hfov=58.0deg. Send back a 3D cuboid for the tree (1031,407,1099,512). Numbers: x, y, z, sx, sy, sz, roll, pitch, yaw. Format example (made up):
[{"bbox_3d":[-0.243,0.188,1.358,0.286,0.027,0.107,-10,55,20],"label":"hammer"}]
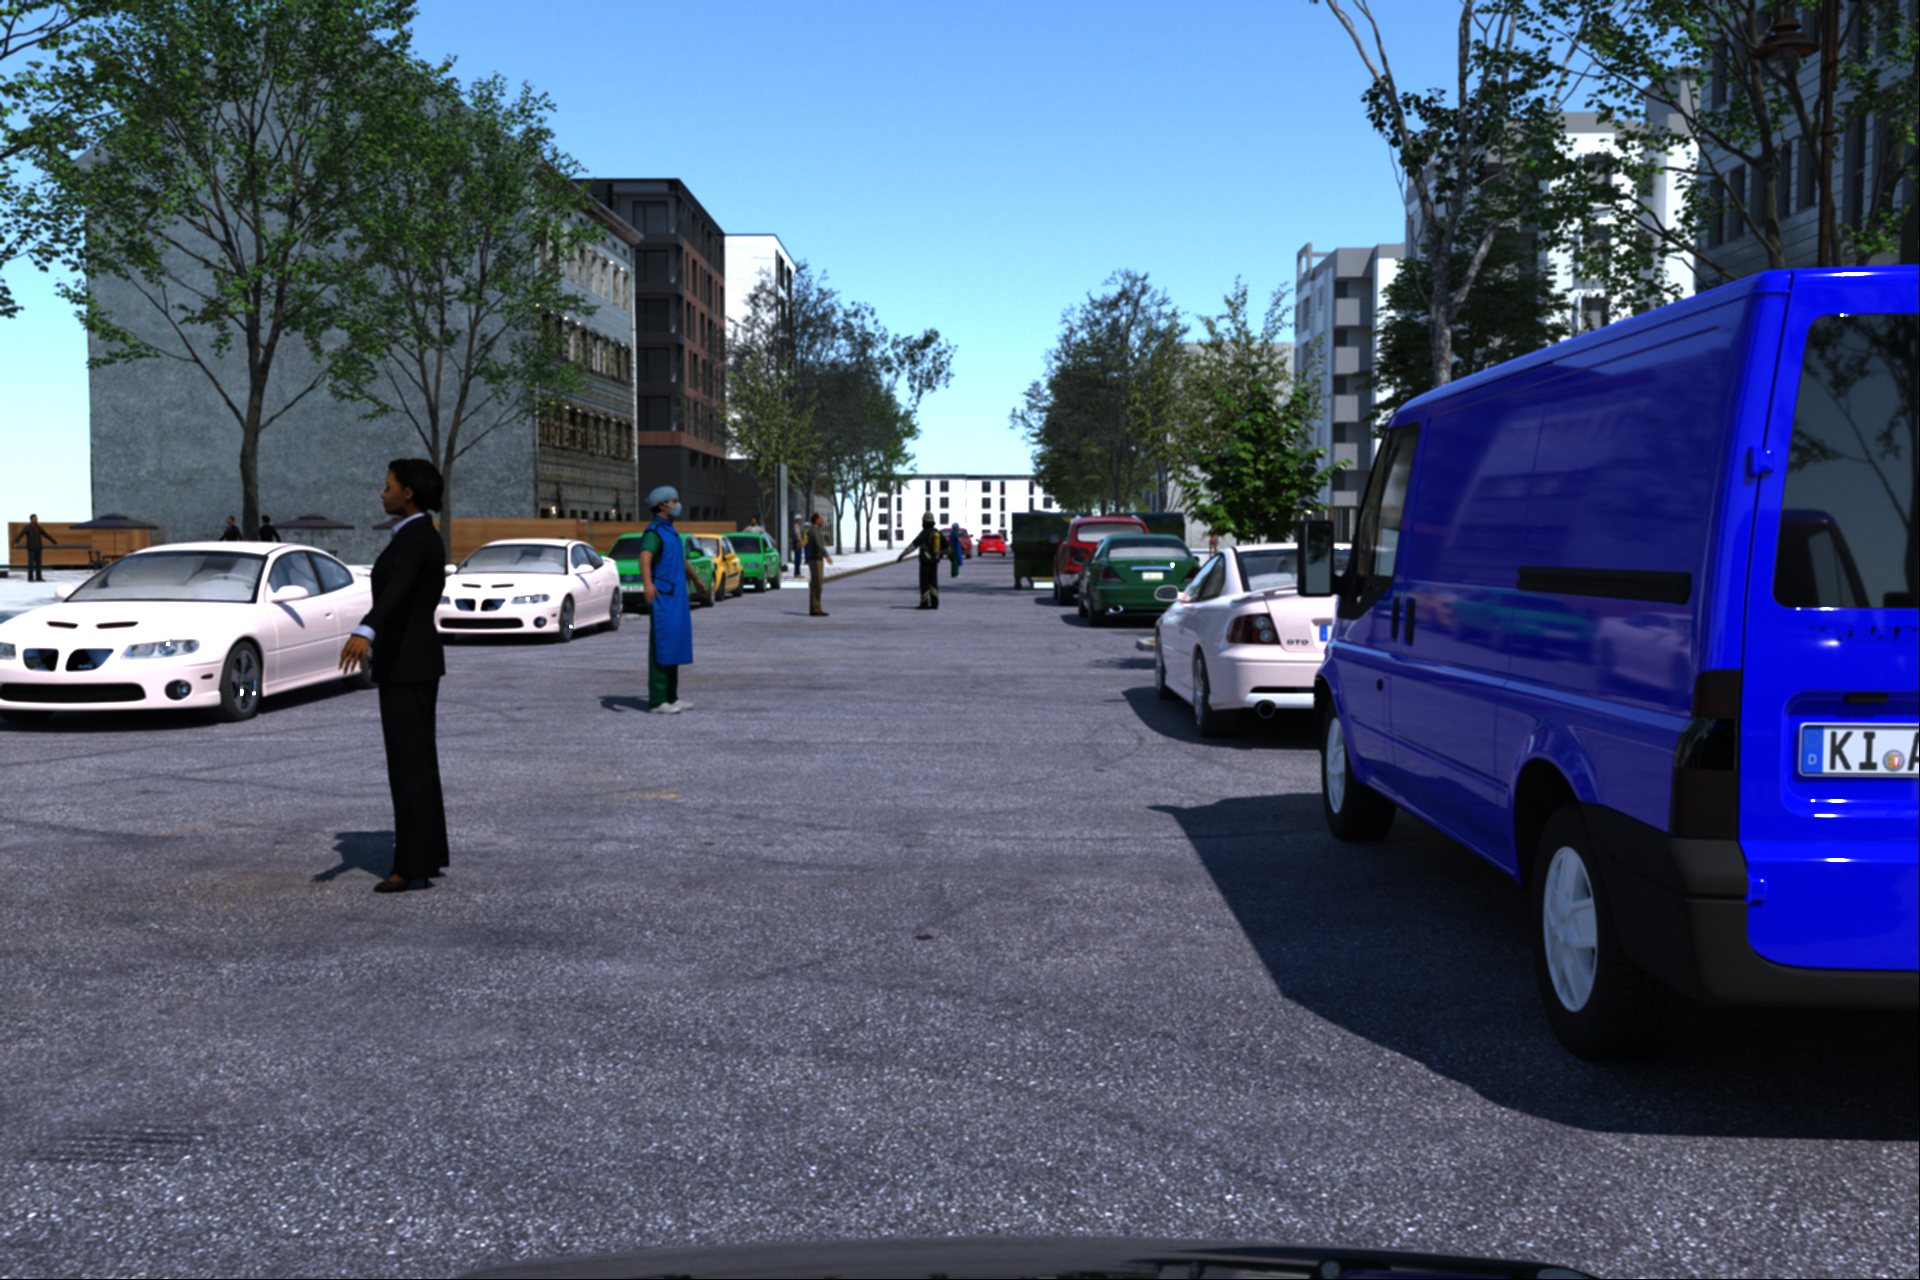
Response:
[{"bbox_3d":[9.214,-12.697,133.354,9.928,11.665,9.643,0,3,0],"label":"tree"}]

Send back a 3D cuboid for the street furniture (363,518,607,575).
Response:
[{"bbox_3d":[-12.410,-2.664,50.414,11.010,1.723,9.812,-1,4,-8],"label":"street furniture"}]

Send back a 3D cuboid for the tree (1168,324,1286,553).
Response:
[{"bbox_3d":[9.433,-6.806,61.645,4.737,8.622,4.395,0,3,0],"label":"tree"}]

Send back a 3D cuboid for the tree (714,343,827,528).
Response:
[{"bbox_3d":[-7.483,-7.185,67.841,4.737,8.622,4.395,0,3,0],"label":"tree"}]

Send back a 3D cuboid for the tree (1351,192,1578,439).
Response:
[{"bbox_3d":[17.001,-8.577,58.357,7.486,12.596,7.792,0,3,0],"label":"tree"}]

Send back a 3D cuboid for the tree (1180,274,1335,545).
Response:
[{"bbox_3d":[8.534,-6.096,50.033,4.737,8.622,4.395,0,3,0],"label":"tree"}]

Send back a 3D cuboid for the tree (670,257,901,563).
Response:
[{"bbox_3d":[-7.700,-10.213,77.352,12.009,13.543,11.850,0,3,0],"label":"tree"}]

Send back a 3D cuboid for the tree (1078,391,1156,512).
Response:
[{"bbox_3d":[7.972,-8.498,89.304,4.360,8.622,3.978,0,3,0],"label":"tree"}]

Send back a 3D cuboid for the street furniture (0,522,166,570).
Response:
[{"bbox_3d":[-31.252,-3.575,65.300,9.812,1.723,11.010,-1,4,-18],"label":"street furniture"}]

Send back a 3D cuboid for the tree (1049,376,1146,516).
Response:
[{"bbox_3d":[9.354,-12.450,121.692,7.486,12.596,7.792,0,3,0],"label":"tree"}]

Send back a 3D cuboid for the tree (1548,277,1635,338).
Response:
[{"bbox_3d":[18.361,-6.017,48.735,4.737,8.622,4.395,0,3,0],"label":"tree"}]

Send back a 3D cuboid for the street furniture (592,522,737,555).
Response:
[{"bbox_3d":[-12.163,-3.413,62.663,9.812,1.723,11.010,-1,4,-9],"label":"street furniture"}]

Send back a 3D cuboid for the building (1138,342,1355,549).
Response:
[{"bbox_3d":[26.910,-18.460,168.277,16.747,18.905,31.486,0,4,1],"label":"building"}]

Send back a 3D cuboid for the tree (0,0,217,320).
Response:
[{"bbox_3d":[-11.796,-5.682,18.650,9.928,11.665,9.643,0,3,0],"label":"tree"}]

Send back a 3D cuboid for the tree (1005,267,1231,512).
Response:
[{"bbox_3d":[7.305,-10.310,78.940,12.009,13.543,11.850,0,3,0],"label":"tree"}]

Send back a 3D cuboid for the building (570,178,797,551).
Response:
[{"bbox_3d":[-26.510,-16.648,116.164,27.936,21.610,32.646,0,4,0],"label":"building"}]

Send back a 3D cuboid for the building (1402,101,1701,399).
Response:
[{"bbox_3d":[26.413,-13.810,82.211,16.016,20.090,11.380,0,4,1],"label":"building"}]

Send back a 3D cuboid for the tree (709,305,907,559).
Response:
[{"bbox_3d":[-7.957,-10.984,89.956,12.009,13.543,11.850,0,3,0],"label":"tree"}]

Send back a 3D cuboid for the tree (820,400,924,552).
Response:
[{"bbox_3d":[-6.661,-12.327,127.298,9.928,11.665,9.643,0,3,0],"label":"tree"}]

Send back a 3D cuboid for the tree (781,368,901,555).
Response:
[{"bbox_3d":[-7.326,-10.965,105.026,9.928,11.665,9.643,0,3,0],"label":"tree"}]

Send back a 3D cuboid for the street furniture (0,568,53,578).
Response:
[{"bbox_3d":[-32.750,-2.554,48.618,9.812,1.723,11.010,1,4,16],"label":"street furniture"}]

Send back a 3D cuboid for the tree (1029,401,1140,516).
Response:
[{"bbox_3d":[7.799,-10.625,108.137,7.601,10.594,8.767,0,4,-2],"label":"tree"}]

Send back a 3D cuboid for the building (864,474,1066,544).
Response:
[{"bbox_3d":[1.076,-18.182,241.871,28.070,9.664,9.099,0,4,7],"label":"building"}]

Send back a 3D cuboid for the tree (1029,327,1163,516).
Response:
[{"bbox_3d":[7.558,-10.847,95.474,7.486,12.596,7.792,0,3,0],"label":"tree"}]

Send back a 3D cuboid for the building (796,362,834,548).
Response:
[{"bbox_3d":[-22.927,-20.981,173.964,19.493,23.208,18.063,0,4,2],"label":"building"}]

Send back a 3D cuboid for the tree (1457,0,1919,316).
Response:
[{"bbox_3d":[9.257,-5.677,18.568,9.928,11.665,9.643,0,3,0],"label":"tree"}]

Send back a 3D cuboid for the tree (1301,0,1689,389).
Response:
[{"bbox_3d":[10.886,-10.852,33.322,12.611,20.169,13.585,0,3,0],"label":"tree"}]

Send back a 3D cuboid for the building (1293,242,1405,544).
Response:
[{"bbox_3d":[27.116,-15.716,113.382,16.016,20.090,11.380,0,4,1],"label":"building"}]

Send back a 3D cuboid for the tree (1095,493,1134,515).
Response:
[{"bbox_3d":[22.732,-20.128,239.454,12.009,13.543,11.850,0,3,0],"label":"tree"}]

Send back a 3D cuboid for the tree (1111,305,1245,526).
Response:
[{"bbox_3d":[6.783,-6.441,55.674,4.737,8.622,4.395,0,3,0],"label":"tree"}]

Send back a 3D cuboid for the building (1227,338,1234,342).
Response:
[{"bbox_3d":[30.704,-22.778,203.350,19.493,23.208,18.063,0,4,1],"label":"building"}]

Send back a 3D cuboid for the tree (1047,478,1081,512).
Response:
[{"bbox_3d":[9.191,-11.824,143.691,4.737,8.622,4.395,0,3,0],"label":"tree"}]

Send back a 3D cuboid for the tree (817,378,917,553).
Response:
[{"bbox_3d":[-6.802,-11.624,115.809,9.928,11.665,9.643,0,3,0],"label":"tree"}]

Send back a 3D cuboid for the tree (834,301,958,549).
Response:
[{"bbox_3d":[-7.299,-17.591,143.496,12.611,20.169,13.585,0,3,0],"label":"tree"}]

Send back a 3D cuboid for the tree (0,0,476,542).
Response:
[{"bbox_3d":[-11.584,-6.270,28.271,9.928,11.665,9.643,0,3,0],"label":"tree"}]

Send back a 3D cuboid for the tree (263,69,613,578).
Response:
[{"bbox_3d":[-11.777,-6.944,39.283,9.928,11.665,9.643,0,3,0],"label":"tree"}]
